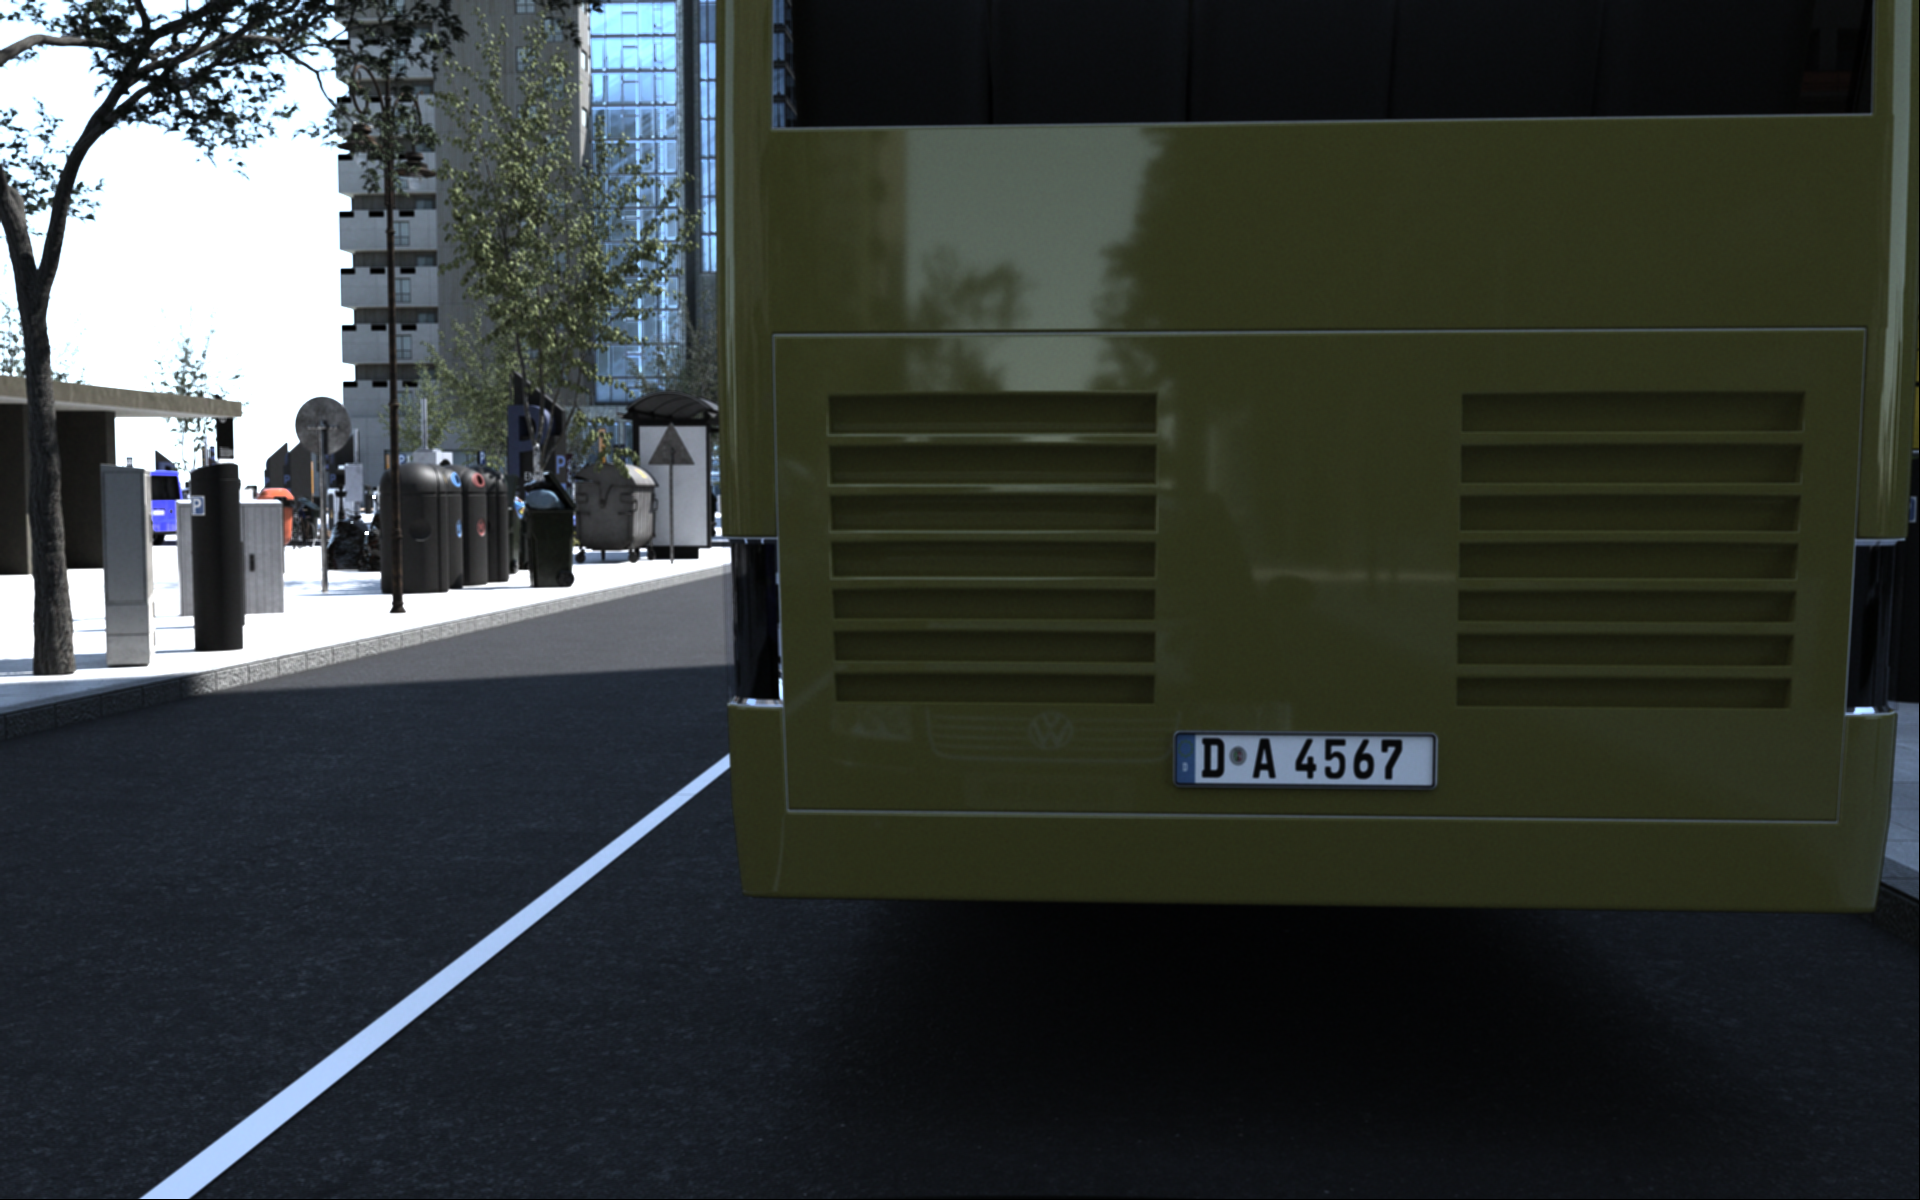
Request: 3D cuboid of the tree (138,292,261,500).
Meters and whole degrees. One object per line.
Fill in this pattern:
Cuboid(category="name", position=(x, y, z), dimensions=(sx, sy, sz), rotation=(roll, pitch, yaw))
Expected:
Cuboid(category="tree", position=(-28.273, -6.943, 63.885), dimensions=(4.360, 8.622, 3.978), rotation=(0, 3, 0))

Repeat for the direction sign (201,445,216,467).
Cuboid(category="direction sign", position=(-35.013, -5.429, 80.767), dimensions=(0.379, 3.537, 0.876), rotation=(1, 4, 17))

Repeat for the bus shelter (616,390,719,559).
Cuboid(category="bus shelter", position=(-5.542, -2.613, 36.653), dimensions=(2.014, 3.302, 5.546), rotation=(0, 4, 4))

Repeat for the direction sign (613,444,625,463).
Cuboid(category="direction sign", position=(-15.540, -5.323, 79.030), dimensions=(0.876, 3.537, 0.379), rotation=(3, 5, 43))

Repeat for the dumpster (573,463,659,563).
Cuboid(category="dumpster", position=(-6.521, -1.653, 32.778), dimensions=(1.264, 1.857, 1.865), rotation=(0, 4, 4))

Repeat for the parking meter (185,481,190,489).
Cuboid(category="parking meter", position=(-35.048, -4.474, 78.863), dimensions=(0.255, 1.863, 0.399), rotation=(3, 5, 44))

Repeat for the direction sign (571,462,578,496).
Cuboid(category="direction sign", position=(-27.514, -7.990, 122.633), dimensions=(0.876, 3.537, 0.379), rotation=(-1, 4, -17))

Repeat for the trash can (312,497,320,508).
Cuboid(category="trash can", position=(-36.016, -5.253, 97.542), dimensions=(0.748, 1.137, 0.748), rotation=(0, 3, 0))

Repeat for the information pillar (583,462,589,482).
Cuboid(category="information pillar", position=(-26.892, -8.153, 124.659), dimensions=(0.504, 3.616, 0.183), rotation=(-2, 4, -27))

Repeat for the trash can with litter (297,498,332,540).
Cuboid(category="trash can with litter", position=(-18.017, -2.273, 48.559), dimensions=(1.055, 1.170, 0.624), rotation=(1, 4, 12))

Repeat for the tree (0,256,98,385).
Cuboid(category="tree", position=(-28.576, -6.250, 52.543), dimensions=(4.360, 8.622, 3.978), rotation=(0, 3, 0))

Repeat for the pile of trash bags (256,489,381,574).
Cuboid(category="pile of trash bags", position=(-10.083, -1.183, 29.094), dimensions=(3.447, 1.369, 1.912), rotation=(-3, 5, -44))

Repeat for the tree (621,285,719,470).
Cuboid(category="tree", position=(-9.291, -6.733, 60.448), dimensions=(4.360, 8.622, 3.978), rotation=(0, 3, 0))

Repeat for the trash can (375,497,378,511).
Cuboid(category="trash can", position=(-24.503, -3.792, 73.652), dimensions=(0.748, 1.137, 0.748), rotation=(0, 3, 0))

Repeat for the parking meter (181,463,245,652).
Cuboid(category="parking meter", position=(-6.110, -0.356, 14.239), dimensions=(0.372, 1.533, 0.369), rotation=(0, 3, 0))

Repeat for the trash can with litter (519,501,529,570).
Cuboid(category="trash can with litter", position=(-7.424, -1.084, 29.106), dimensions=(0.624, 1.170, 1.055), rotation=(2, 4, 24))

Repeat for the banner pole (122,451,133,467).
Cuboid(category="banner pole", position=(-48.899, -6.834, 101.745), dimensions=(0.401, 3.779, 0.863), rotation=(2, 4, 31))

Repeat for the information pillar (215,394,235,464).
Cuboid(category="information pillar", position=(-17.272, -3.020, 40.724), dimensions=(0.183, 3.616, 0.504), rotation=(1, 4, 22))

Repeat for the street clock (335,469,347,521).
Cuboid(category="street clock", position=(-17.938, -2.791, 50.210), dimensions=(0.358, 2.002, 0.471), rotation=(-1, 4, -18))

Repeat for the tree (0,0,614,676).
Cuboid(category="tree", position=(-6.474, -4.769, 12.382), dimensions=(8.767, 10.594, 7.601), rotation=(0, 4, -7))

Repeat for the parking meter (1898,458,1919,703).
Cuboid(category="parking meter", position=(5.940, -0.143, 10.746), dimensions=(0.372, 1.533, 0.369), rotation=(0, 3, 0))

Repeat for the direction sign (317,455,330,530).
Cuboid(category="direction sign", position=(-22.204, -4.185, 60.428), dimensions=(0.876, 3.537, 0.379), rotation=(3, 5, 43))

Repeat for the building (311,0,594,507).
Cuboid(category="building", position=(-48.057, -36.060, 178.819), dimensions=(27.495, 52.752, 28.713), rotation=(0, 4, 4))

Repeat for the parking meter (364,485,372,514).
Cuboid(category="parking meter", position=(-37.282, -6.323, 109.095), dimensions=(0.399, 1.863, 0.255), rotation=(2, 4, 32))

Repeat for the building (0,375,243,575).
Cuboid(category="building", position=(-28.456, -22.428, 21.330), dimensions=(28.867, 44.769, 22.147), rotation=(0, 4, 4))

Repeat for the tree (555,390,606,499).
Cuboid(category="tree", position=(-26.137, -10.216, 117.393), dimensions=(4.360, 8.622, 3.978), rotation=(0, 3, 0))

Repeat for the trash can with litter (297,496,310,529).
Cuboid(category="trash can with litter", position=(-24.161, -3.162, 62.749), dimensions=(1.678, 1.210, 2.233), rotation=(2, 4, 27))

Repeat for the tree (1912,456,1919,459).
Cuboid(category="tree", position=(15.902, -2.743, 28.562), dimensions=(4.285, 4.588, 4.351), rotation=(0, 3, 0))

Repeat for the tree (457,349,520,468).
Cuboid(category="tree", position=(-23.198, -8.326, 86.497), dimensions=(4.360, 8.622, 3.978), rotation=(0, 3, 0))

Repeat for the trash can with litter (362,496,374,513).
Cuboid(category="trash can with litter", position=(-39.460, -6.374, 115.271), dimensions=(2.233, 1.210, 1.678), rotation=(-2, 4, -33))

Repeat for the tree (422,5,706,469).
Cuboid(category="tree", position=(-6.350, -4.661, 26.563), dimensions=(4.737, 8.622, 4.395), rotation=(0, 3, 0))

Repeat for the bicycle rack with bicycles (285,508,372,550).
Cuboid(category="bicycle rack with bicycles", position=(-15.035, -1.669, 40.674), dimensions=(2.852, 0.926, 2.925), rotation=(0, 4, 1))
